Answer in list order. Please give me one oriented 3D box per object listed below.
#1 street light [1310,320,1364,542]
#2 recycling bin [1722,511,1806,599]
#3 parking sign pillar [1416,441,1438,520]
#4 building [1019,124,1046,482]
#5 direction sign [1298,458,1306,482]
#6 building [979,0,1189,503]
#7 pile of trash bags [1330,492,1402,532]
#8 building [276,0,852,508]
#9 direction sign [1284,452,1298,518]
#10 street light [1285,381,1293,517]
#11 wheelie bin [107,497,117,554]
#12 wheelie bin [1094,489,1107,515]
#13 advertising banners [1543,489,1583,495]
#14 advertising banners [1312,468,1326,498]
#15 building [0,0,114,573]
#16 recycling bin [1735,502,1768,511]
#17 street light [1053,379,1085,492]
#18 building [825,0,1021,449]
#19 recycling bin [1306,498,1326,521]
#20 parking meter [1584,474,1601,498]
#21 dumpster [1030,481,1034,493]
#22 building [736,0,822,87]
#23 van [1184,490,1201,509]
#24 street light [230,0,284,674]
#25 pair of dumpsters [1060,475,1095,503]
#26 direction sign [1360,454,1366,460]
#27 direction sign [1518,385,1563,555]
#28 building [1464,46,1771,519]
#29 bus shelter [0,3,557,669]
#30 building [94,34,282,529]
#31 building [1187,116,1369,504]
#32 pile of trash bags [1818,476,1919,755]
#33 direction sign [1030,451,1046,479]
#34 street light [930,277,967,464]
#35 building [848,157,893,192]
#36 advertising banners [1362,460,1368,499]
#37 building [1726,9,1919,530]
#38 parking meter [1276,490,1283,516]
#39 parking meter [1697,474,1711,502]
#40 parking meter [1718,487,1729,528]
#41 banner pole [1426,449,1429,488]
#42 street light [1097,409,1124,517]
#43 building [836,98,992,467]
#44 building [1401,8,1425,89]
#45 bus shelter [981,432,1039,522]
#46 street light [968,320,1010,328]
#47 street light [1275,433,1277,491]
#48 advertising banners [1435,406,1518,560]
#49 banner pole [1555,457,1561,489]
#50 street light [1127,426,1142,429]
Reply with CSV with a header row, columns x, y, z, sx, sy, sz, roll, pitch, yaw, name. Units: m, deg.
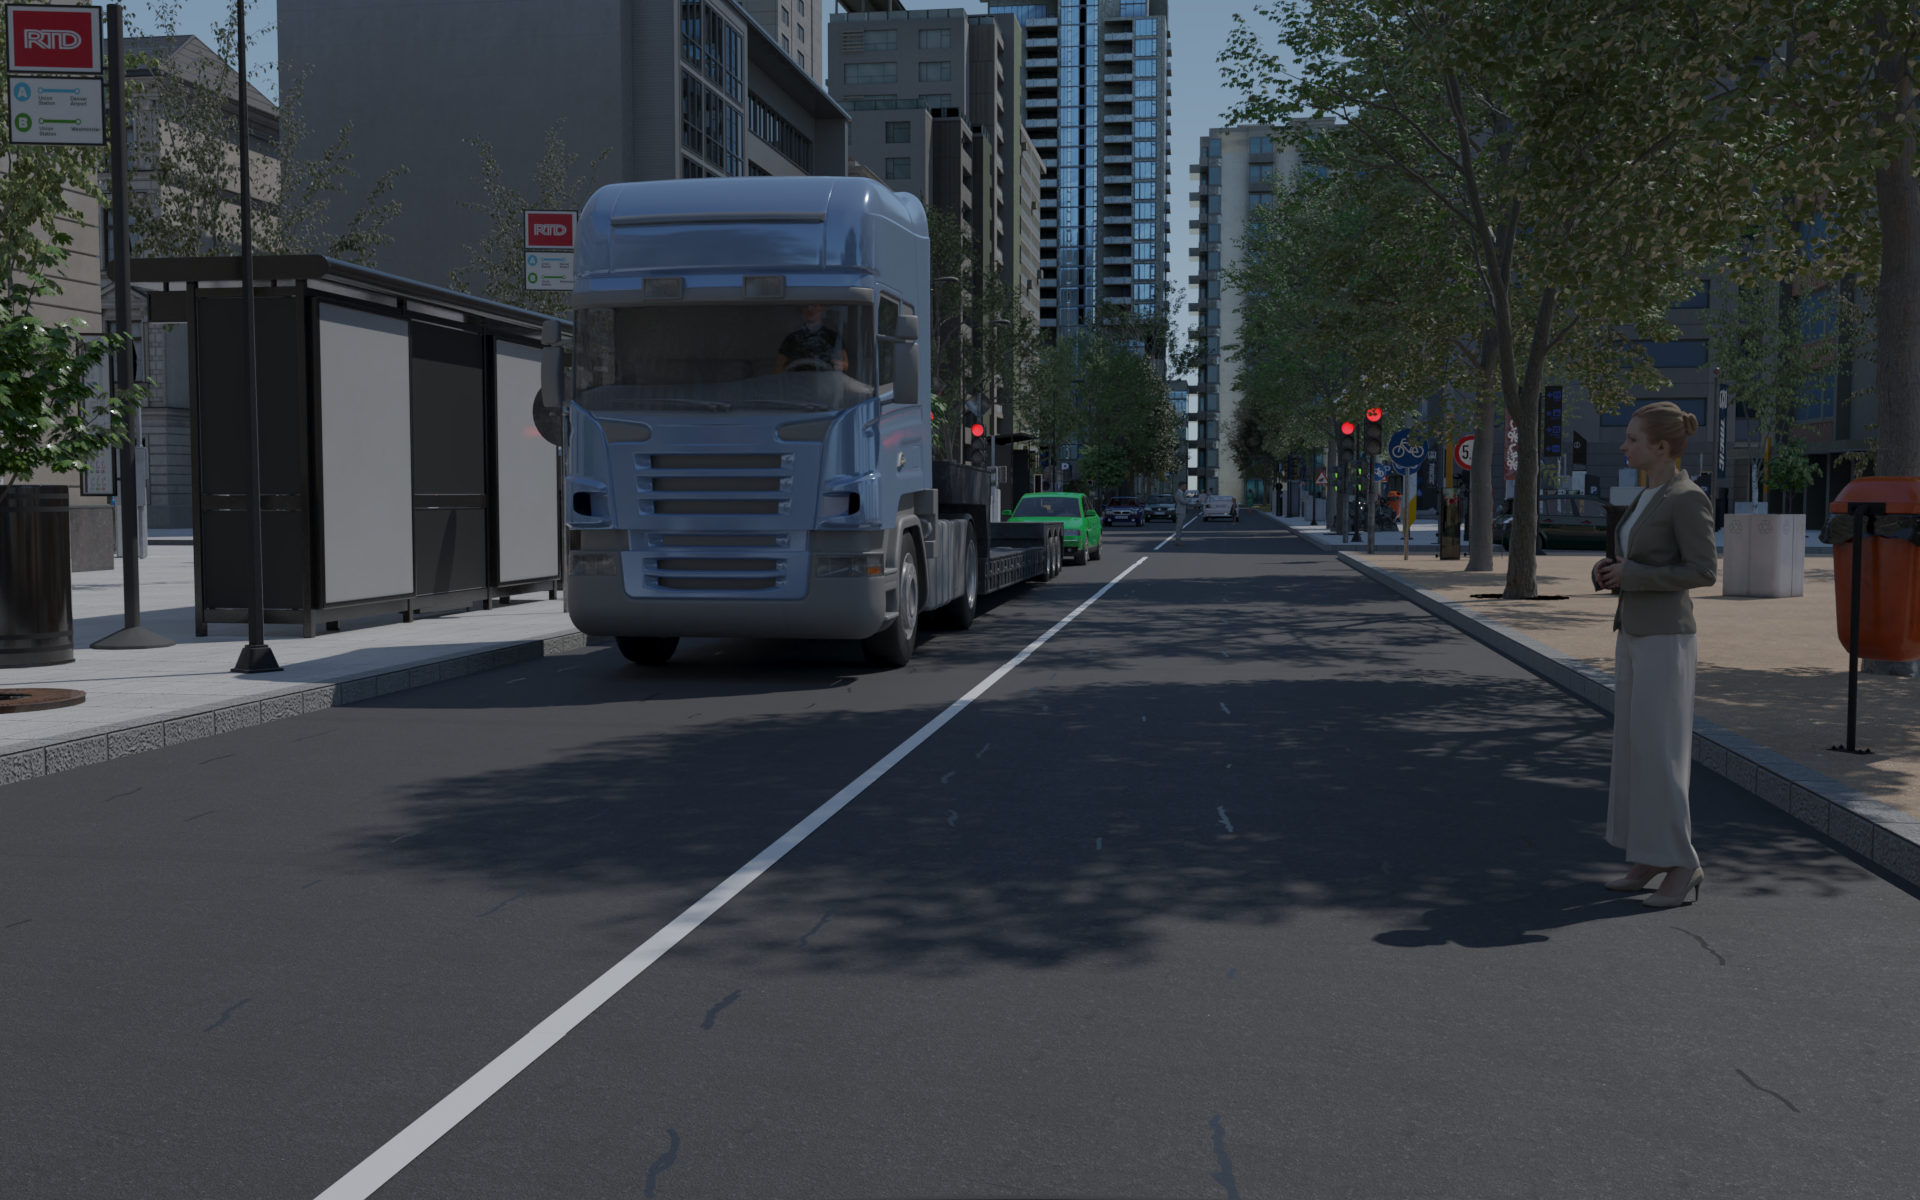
x,y,z,sx,sy,sz,roll,pitch,yaw,name
10.070,-4.505,46.203,1.470,5.913,1.316,1,4,9,street light
10.074,-0.560,21.708,0.722,1.027,0.722,-3,4,-39,recycling bin
23.631,-6.068,87.690,1.447,3.967,1.447,-3,5,-42,parking sign pillar
-4.203,-29.446,173.327,23.993,40.220,32.217,1,4,9,building
21.249,-7.132,108.606,0.876,3.537,0.379,2,4,27,direction sign
14.360,-55.851,225.827,31.000,86.520,22.319,1,4,9,building
14.341,-3.067,59.903,1.912,1.369,3.447,3,5,41,pile of trash bags
-14.667,-15.622,74.482,14.314,24.678,30.058,1,4,9,building
17.758,-6.217,93.649,0.379,3.537,0.876,-1,4,-17,direction sign
13.946,-6.007,70.755,1.470,5.913,1.316,1,4,9,street light
-18.297,-1.766,36.784,0.980,1.594,0.693,-1,4,-10,wheelie bin
8.455,-5.914,104.599,0.693,1.594,0.980,-3,5,-40,wheelie bin
18.320,-3.514,53.646,2.074,3.025,0.090,-1,4,-9,advertising banners
23.586,-7.194,113.807,0.090,3.025,2.074,-1,4,-13,advertising banners
-27.141,-13.913,24.736,25.104,27.353,12.463,1,4,9,building
24.674,-2.537,54.033,0.722,1.027,0.722,-3,4,-38,recycling bin
4.359,-5.985,70.401,1.470,5.913,1.316,1,4,9,street light
-2.714,-28.156,143.942,14.154,41.232,14.086,1,4,9,building
16.821,-4.237,81.835,0.722,1.027,0.722,2,4,34,recycling bin
18.271,-2.712,50.059,0.399,1.863,0.255,0,4,-1,parking meter
2.801,-4.213,74.641,1.264,1.857,1.865,1,4,8,dumpster
-26.238,-45.433,181.076,20.611,71.187,20.563,1,4,9,building
22.131,-9.678,165.246,2.013,2.044,4.112,0,4,7,van
-4.555,-2.430,12.271,1.470,5.913,1.316,1,4,9,street light
5.833,-5.129,86.345,1.574,2.255,4.437,1,4,9,pair of dumpsters
22.753,-6.500,98.274,0.379,3.537,0.876,-1,4,-22,direction sign
12.140,-2.711,36.329,0.876,3.537,0.379,1,4,19,direction sign
38.347,-34.224,101.556,21.231,58.520,28.212,1,4,9,building
-6.328,-2.395,16.788,2.179,5.291,8.768,1,4,9,bus shelter
-37.222,-12.498,68.973,19.286,19.102,10.561,1,4,9,building
44.810,-36.894,222.826,30.456,49.044,23.786,1,4,9,building
5.302,0.141,7.454,1.912,1.369,3.447,-2,4,-28,pile of trash bags
4.028,-6.008,90.225,0.876,3.537,0.379,-1,4,-10,direction sign
-0.725,-3.960,37.279,1.470,5.913,1.316,1,4,9,street light
-9.004,-16.168,100.504,11.583,22.565,21.152,1,4,9,building
20.646,-5.632,88.275,0.090,3.025,2.074,1,4,20,advertising banners
43.929,-24.914,61.965,28.867,44.769,22.147,1,4,9,building
18.358,-5.574,99.543,0.372,1.533,0.369,0,3,0,parking meter
21.071,-2.656,49.143,0.399,1.863,0.255,1,4,20,parking meter
29.323,-3.557,66.567,0.372,1.533,0.369,0,3,0,parking meter
23.189,-5.782,84.551,0.863,3.779,0.401,1,4,13,banner pole
8.148,-7.483,94.882,1.470,5.913,1.316,1,4,9,street light
-5.508,-21.943,130.463,14.160,30.474,14.107,1,4,9,building
52.450,-33.327,164.496,23.786,49.044,30.456,1,4,9,building
1.963,-4.761,69.130,1.731,3.624,6.357,1,4,9,bus shelter
0.636,-4.515,46.358,1.470,5.913,1.316,1,4,9,street light
17.661,-7.508,95.296,1.470,5.913,1.316,1,4,9,street light
10.217,-2.306,33.897,2.074,3.025,0.090,-1,4,-21,advertising banners
26.457,-5.298,76.634,0.401,3.779,0.863,3,4,36,banner pole
11.766,-8.954,118.941,1.470,5.913,1.316,1,4,9,street light
